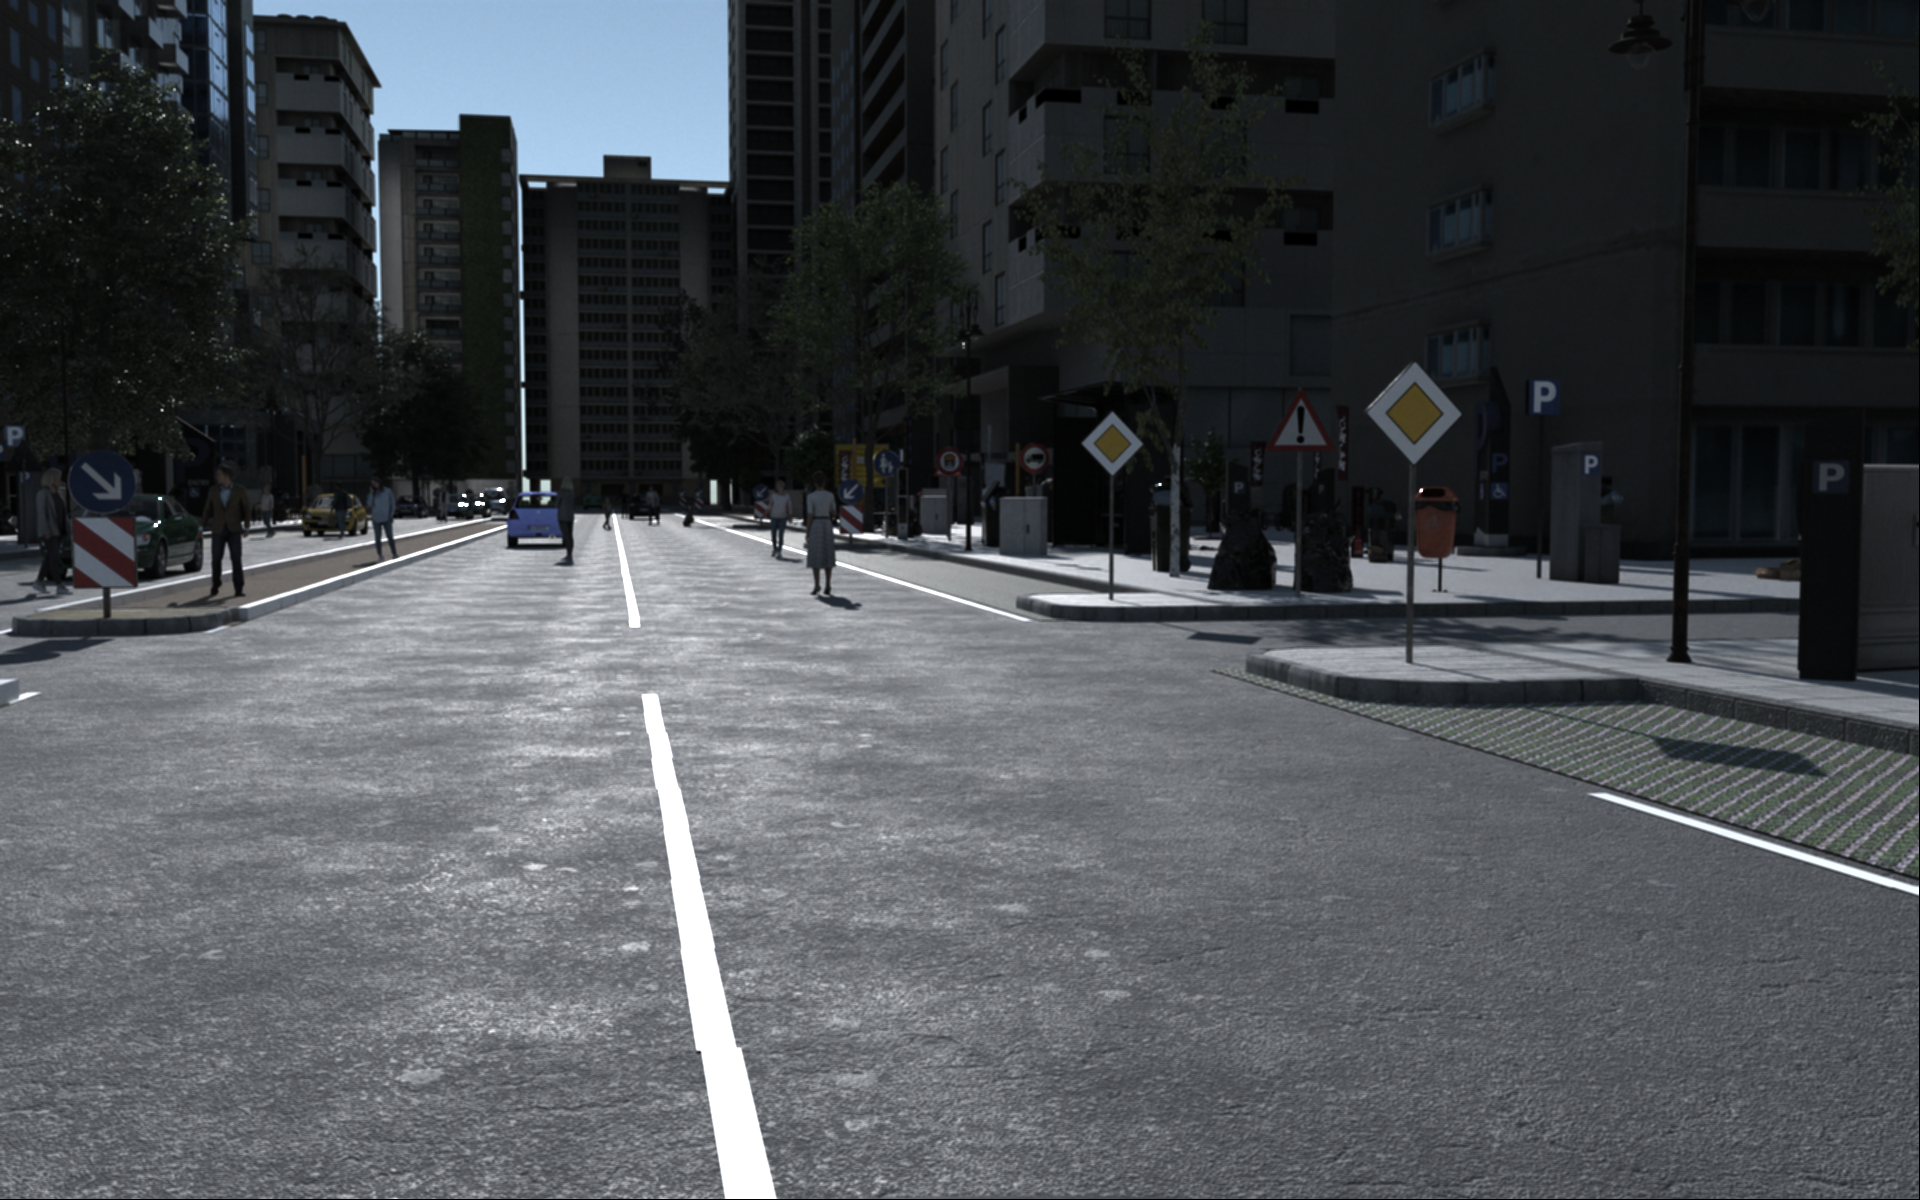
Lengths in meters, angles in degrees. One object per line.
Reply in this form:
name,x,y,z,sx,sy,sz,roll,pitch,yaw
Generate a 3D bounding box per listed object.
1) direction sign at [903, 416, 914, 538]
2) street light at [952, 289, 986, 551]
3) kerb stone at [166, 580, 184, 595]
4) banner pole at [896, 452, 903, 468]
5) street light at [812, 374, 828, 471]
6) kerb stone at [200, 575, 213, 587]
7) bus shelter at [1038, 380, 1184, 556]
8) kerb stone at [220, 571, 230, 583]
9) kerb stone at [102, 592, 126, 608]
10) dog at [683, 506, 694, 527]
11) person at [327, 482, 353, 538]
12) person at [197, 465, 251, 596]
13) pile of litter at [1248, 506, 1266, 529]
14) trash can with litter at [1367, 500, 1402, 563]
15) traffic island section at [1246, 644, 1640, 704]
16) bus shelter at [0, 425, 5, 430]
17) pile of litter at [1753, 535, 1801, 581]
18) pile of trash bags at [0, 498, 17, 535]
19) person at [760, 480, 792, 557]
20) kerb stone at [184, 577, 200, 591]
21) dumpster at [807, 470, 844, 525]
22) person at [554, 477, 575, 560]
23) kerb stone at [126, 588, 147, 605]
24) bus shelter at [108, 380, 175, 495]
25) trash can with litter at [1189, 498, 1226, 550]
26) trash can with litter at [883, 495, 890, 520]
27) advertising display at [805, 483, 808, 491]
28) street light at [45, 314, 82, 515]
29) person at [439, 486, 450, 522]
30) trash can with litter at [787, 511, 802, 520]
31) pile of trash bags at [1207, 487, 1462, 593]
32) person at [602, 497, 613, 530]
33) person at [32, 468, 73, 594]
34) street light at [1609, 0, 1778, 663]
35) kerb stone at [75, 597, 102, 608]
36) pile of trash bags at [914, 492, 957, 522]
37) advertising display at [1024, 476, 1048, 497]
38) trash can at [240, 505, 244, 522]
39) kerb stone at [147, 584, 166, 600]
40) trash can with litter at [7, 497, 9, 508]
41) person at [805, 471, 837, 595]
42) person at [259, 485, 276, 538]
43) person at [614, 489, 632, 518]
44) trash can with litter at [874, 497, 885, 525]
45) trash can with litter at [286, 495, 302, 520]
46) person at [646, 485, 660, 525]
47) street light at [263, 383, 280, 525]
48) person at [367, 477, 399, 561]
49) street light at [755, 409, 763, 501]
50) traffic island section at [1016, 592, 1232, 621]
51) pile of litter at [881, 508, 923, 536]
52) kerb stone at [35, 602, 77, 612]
direction sign,-1.524,-3.587,50.643,0.379,3.537,0.876,-1,4,-18
street light,0.195,-4.060,39.172,0.468,5.910,1.993,-1,4,-11
kerb stone,-11.279,-0.151,24.668,0.120,0.150,1.000,-1,4,-11
banner pole,-2.887,-6.087,89.543,0.863,3.779,0.401,0,4,-6
street light,-5.424,-5.769,67.110,0.468,5.910,1.993,-1,4,-11
kerb stone,-11.695,-0.274,26.673,0.120,0.150,1.000,-1,4,-11
bus shelter,3.331,-2.922,39.051,1.731,3.624,6.357,-1,4,-11
kerb stone,-11.889,-0.329,27.680,0.120,0.150,1.000,-1,4,-11
kerb stone,-10.666,0.033,21.649,0.120,0.150,1.000,-1,4,-11
dog,-11.971,-3.648,76.486,0.513,0.831,0.800,0,4,7
person,-20.313,-2.947,56.670,0.794,1.824,0.713,-3,5,-42
person,-10.318,-0.971,24.283,0.656,1.842,0.836,-3,5,-45
pile of litter,10.675,-3.056,63.924,1.176,0.858,1.719,-1,4,-20
trash can with litter,8.020,-1.307,32.762,0.624,1.170,1.055,1,4,16
traffic island section,3.434,0.556,13.187,2.009,0.180,2.903,-1,4,-11
bus shelter,-22.624,-2.657,37.371,2.014,3.302,5.546,-1,4,-11
pile of litter,12.574,-0.739,26.041,1.176,0.858,1.719,2,4,33
pile of trash bags,-30.963,-2.711,54.081,3.447,1.369,1.912,3,5,40
person,-4.188,-1.851,39.428,0.731,1.740,0.598,0,4,-5
kerb stone,-11.488,-0.212,25.672,0.120,0.150,1.000,-1,4,-11
dumpster,-5.500,-4.230,71.651,1.502,2.255,1.985,-1,4,-12
person,-8.621,-1.771,37.636,0.526,1.800,0.537,3,5,40
kerb stone,-10.869,-0.028,22.651,0.120,0.150,1.000,-1,4,-11
bus shelter,-29.196,-5.181,62.335,2.179,5.291,8.768,-1,4,-11
trash can with litter,5.887,-1.758,39.804,2.233,1.210,1.678,0,4,-2
trash can with litter,-3.876,-4.680,87.581,2.233,1.210,1.678,1,4,17
advertising display,-8.305,-5.477,94.755,0.123,1.923,0.974,-1,4,-20
street light,-23.097,-4.401,44.739,0.468,5.910,1.993,-1,4,-11
person,-26.363,-4.901,88.501,0.514,1.842,0.818,-2,4,-28
trash can with litter,-8.205,-4.538,85.258,2.233,1.210,1.678,-1,4,-10
pile of trash bags,4.979,-0.825,23.243,3.447,1.369,1.912,2,4,30
person,-14.276,-3.513,70.203,0.640,1.303,0.475,3,4,36
person,-12.996,-0.991,24.879,0.728,1.800,0.709,1,4,11
street light,5.504,-2.464,13.078,0.468,5.910,1.993,-1,4,-11
kerb stone,-10.466,0.095,20.646,0.120,0.150,1.000,-1,4,-11
pile of trash bags,-1.237,-4.281,79.744,1.912,1.369,3.447,-2,4,-24
advertising display,2.687,-3.439,61.444,0.974,1.923,0.123,3,5,41
trash can,-33.007,-4.127,79.128,0.748,1.137,0.748,0,3,0
kerb stone,-11.073,-0.090,23.662,0.120,0.150,1.000,-1,4,-11
trash can with litter,-36.337,-3.354,65.902,1.678,1.210,2.233,0,4,-6
person,-2.002,-0.958,24.730,0.480,1.755,0.524,-2,4,-28
person,-22.609,-2.901,56.602,0.731,1.740,0.598,1,4,20
person,-19.959,-5.742,102.911,1.217,1.766,0.721,0,4,6
trash can with litter,-3.191,-3.698,71.855,1.055,1.170,0.624,-1,4,-13
trash can with litter,-32.608,-4.574,85.847,2.233,1.210,1.678,0,4,-6
person,-14.442,-4.470,81.425,0.661,1.843,0.795,1,4,12
street light,-28.672,-6.083,72.245,0.468,5.910,1.993,-1,4,-11
person,-12.262,-1.717,36.844,0.793,1.790,0.793,-3,5,-41
street light,-10.980,-7.452,94.620,0.468,5.910,1.993,-1,4,-11
traffic island section,1.852,0.077,21.014,2.009,0.180,2.903,-1,4,-11
pile of litter,-1.833,-2.432,53.730,1.176,0.858,1.719,3,5,43
kerb stone,-10.264,0.159,19.642,0.120,0.150,1.000,-1,4,-11
